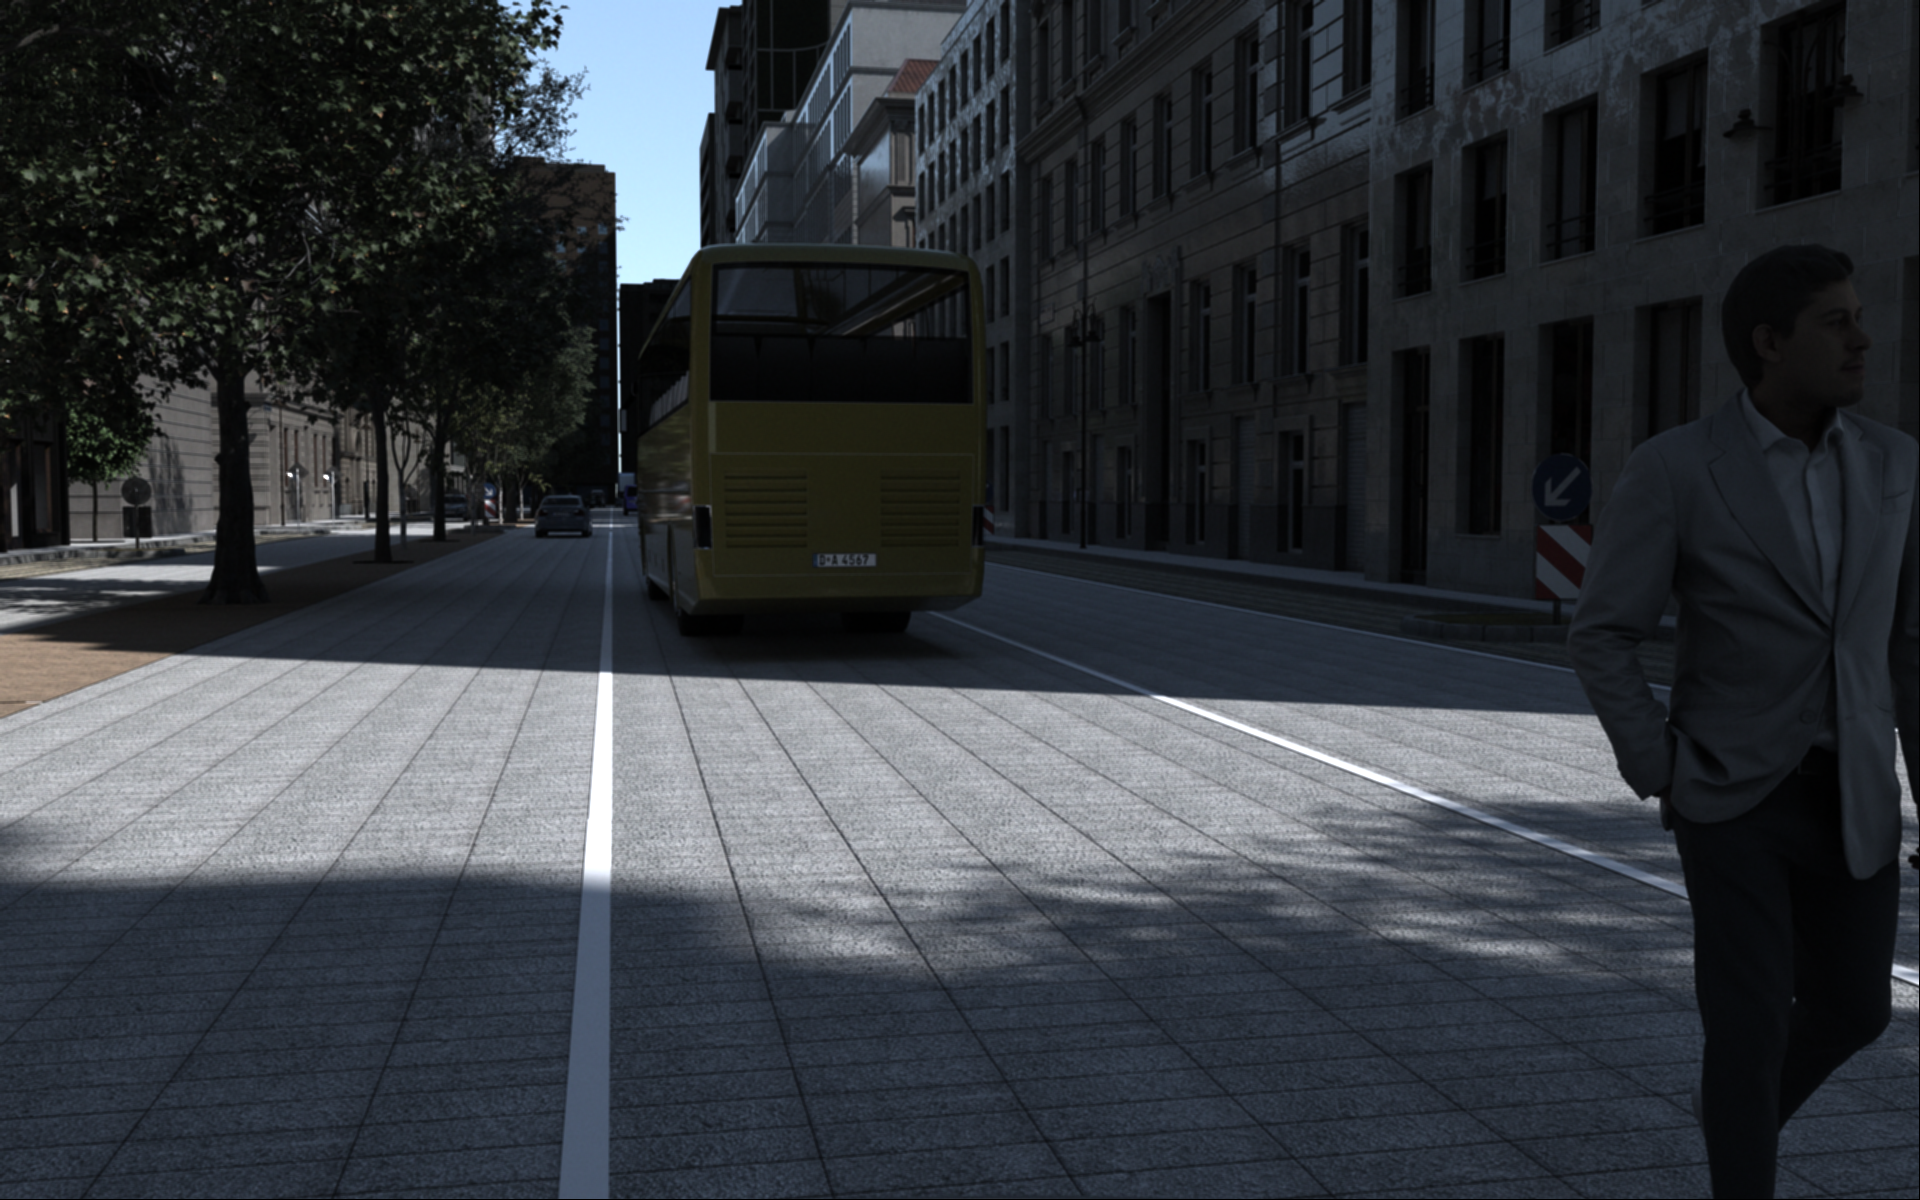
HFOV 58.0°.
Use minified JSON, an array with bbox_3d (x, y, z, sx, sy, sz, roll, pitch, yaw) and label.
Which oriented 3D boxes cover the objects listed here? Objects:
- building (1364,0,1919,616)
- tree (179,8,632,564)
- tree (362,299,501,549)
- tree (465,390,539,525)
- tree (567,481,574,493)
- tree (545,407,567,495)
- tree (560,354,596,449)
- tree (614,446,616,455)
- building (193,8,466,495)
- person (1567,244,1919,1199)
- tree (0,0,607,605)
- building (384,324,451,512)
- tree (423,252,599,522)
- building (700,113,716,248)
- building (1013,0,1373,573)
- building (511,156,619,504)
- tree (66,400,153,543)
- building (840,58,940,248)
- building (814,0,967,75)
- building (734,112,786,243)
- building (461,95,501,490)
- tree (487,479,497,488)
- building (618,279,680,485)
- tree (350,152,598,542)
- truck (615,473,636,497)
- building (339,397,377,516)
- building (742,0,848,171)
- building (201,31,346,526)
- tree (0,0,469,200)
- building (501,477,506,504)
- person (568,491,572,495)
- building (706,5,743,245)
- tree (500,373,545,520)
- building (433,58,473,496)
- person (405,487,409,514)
[{"bbox_3d":[12.730,-9.974,17.829,10.420,20.320,16.860,-1,4,-11],"label":"building"},{"bbox_3d":[-11.837,-7.483,35.179,12.009,13.543,11.850,0,3,0],"label":"tree"},{"bbox_3d":[-14.288,-5.593,44.264,4.737,8.622,4.395,0,3,0],"label":"tree"},{"bbox_3d":[-21.278,-7.776,79.951,4.360,8.622,3.978,0,3,0],"label":"tree"},{"bbox_3d":[-32.498,-11.353,138.437,4.737,8.622,4.395,0,3,0],"label":"tree"},{"bbox_3d":[-23.997,-8.674,94.643,4.737,8.622,4.395,0,3,0],"label":"tree"},{"bbox_3d":[-20.079,-8.342,73.260,8.767,10.594,7.601,-1,4,-11],"label":"tree"},{"bbox_3d":[-27.316,-11.822,112.760,9.611,12.733,9.660,0,3,0],"label":"tree"},{"bbox_3d":[-54.358,-43.523,149.859,20.563,71.187,20.611,-1,4,-11],"label":"building"},{"bbox_3d":[1.388,0.325,3.041,0.661,1.843,0.795,0,4,-1],"label":"person"},{"bbox_3d":[-9.516,-6.300,22.462,9.611,12.733,9.660,0,3,0],"label":"tree"},{"bbox_3d":[-44.751,-16.889,130.886,10.420,20.320,16.860,-1,4,-11],"label":"building"},{"bbox_3d":[-22.713,-10.886,87.105,9.857,13.997,8.962,0,3,0],"label":"tree"},{"bbox_3d":[-20.493,-36.015,212.554,21.300,48.544,21.600,-1,4,-11],"label":"building"},{"bbox_3d":[9.859,-14.748,38.400,12.463,27.353,25.104,-1,4,-11],"label":"building"},{"bbox_3d":[-53.410,-35.663,233.204,14.200,45.320,14.600,-1,4,-11],"label":"building"},{"bbox_3d":[-22.958,-3.796,45.772,4.285,4.588,4.351,0,3,0],"label":"tree"},{"bbox_3d":[5.640,-15.010,81.574,21.152,22.565,11.583,-1,4,-11],"label":"building"},{"bbox_3d":[-3.131,-20.012,104.684,11.434,29.767,29.804,-1,4,-11],"label":"building"},{"bbox_3d":[-10.746,-21.776,133.524,11.434,29.767,29.804,-1,4,-11],"label":"building"},{"bbox_3d":[-69.112,-40.462,203.555,28.212,58.520,21.231,-1,4,-11],"label":"building"},{"bbox_3d":[-52.813,-12.307,195.814,1.663,3.219,1.824,0,3,0],"label":"tree"},{"bbox_3d":[-39.278,-28.393,235.934,14.107,30.474,14.160,-1,4,-11],"label":"building"},{"bbox_3d":[-15.478,-7.541,51.500,9.928,11.665,9.643,0,3,0],"label":"tree"},{"bbox_3d":[-40.648,-13.576,211.718,2.967,4.110,18.799,-1,4,-12],"label":"truck"},{"bbox_3d":[-42.664,-17.482,104.915,14.460,24.649,34.723,-1,4,-11],"label":"building"},{"bbox_3d":[-11.683,-44.367,163.646,20.563,71.187,20.611,-1,4,-11],"label":"building"},{"bbox_3d":[-34.826,-14.783,77.851,11.583,22.565,21.152,-1,4,-11],"label":"building"},{"bbox_3d":[-7.343,-4.566,11.519,8.767,10.594,7.601,-1,4,-11],"label":"tree"},{"bbox_3d":[-75.246,-35.350,232.596,28.867,44.769,22.147,-1,4,-11],"label":"building"},{"bbox_3d":[-49.372,-12.917,219.567,0.709,1.838,0.599,0,4,2],"label":"person"},{"bbox_3d":[-12.305,-36.666,188.732,28.713,52.752,27.495,-1,4,-11],"label":"building"},{"bbox_3d":[-16.620,-6.492,58.957,4.737,8.622,4.395,0,3,0],"label":"tree"},{"bbox_3d":[-60.864,-52.703,174.359,22.319,86.520,31.000,-1,4,-11],"label":"building"},{"bbox_3d":[-35.226,-6.333,110.149,0.480,1.755,0.524,1,4,15],"label":"person"}]
